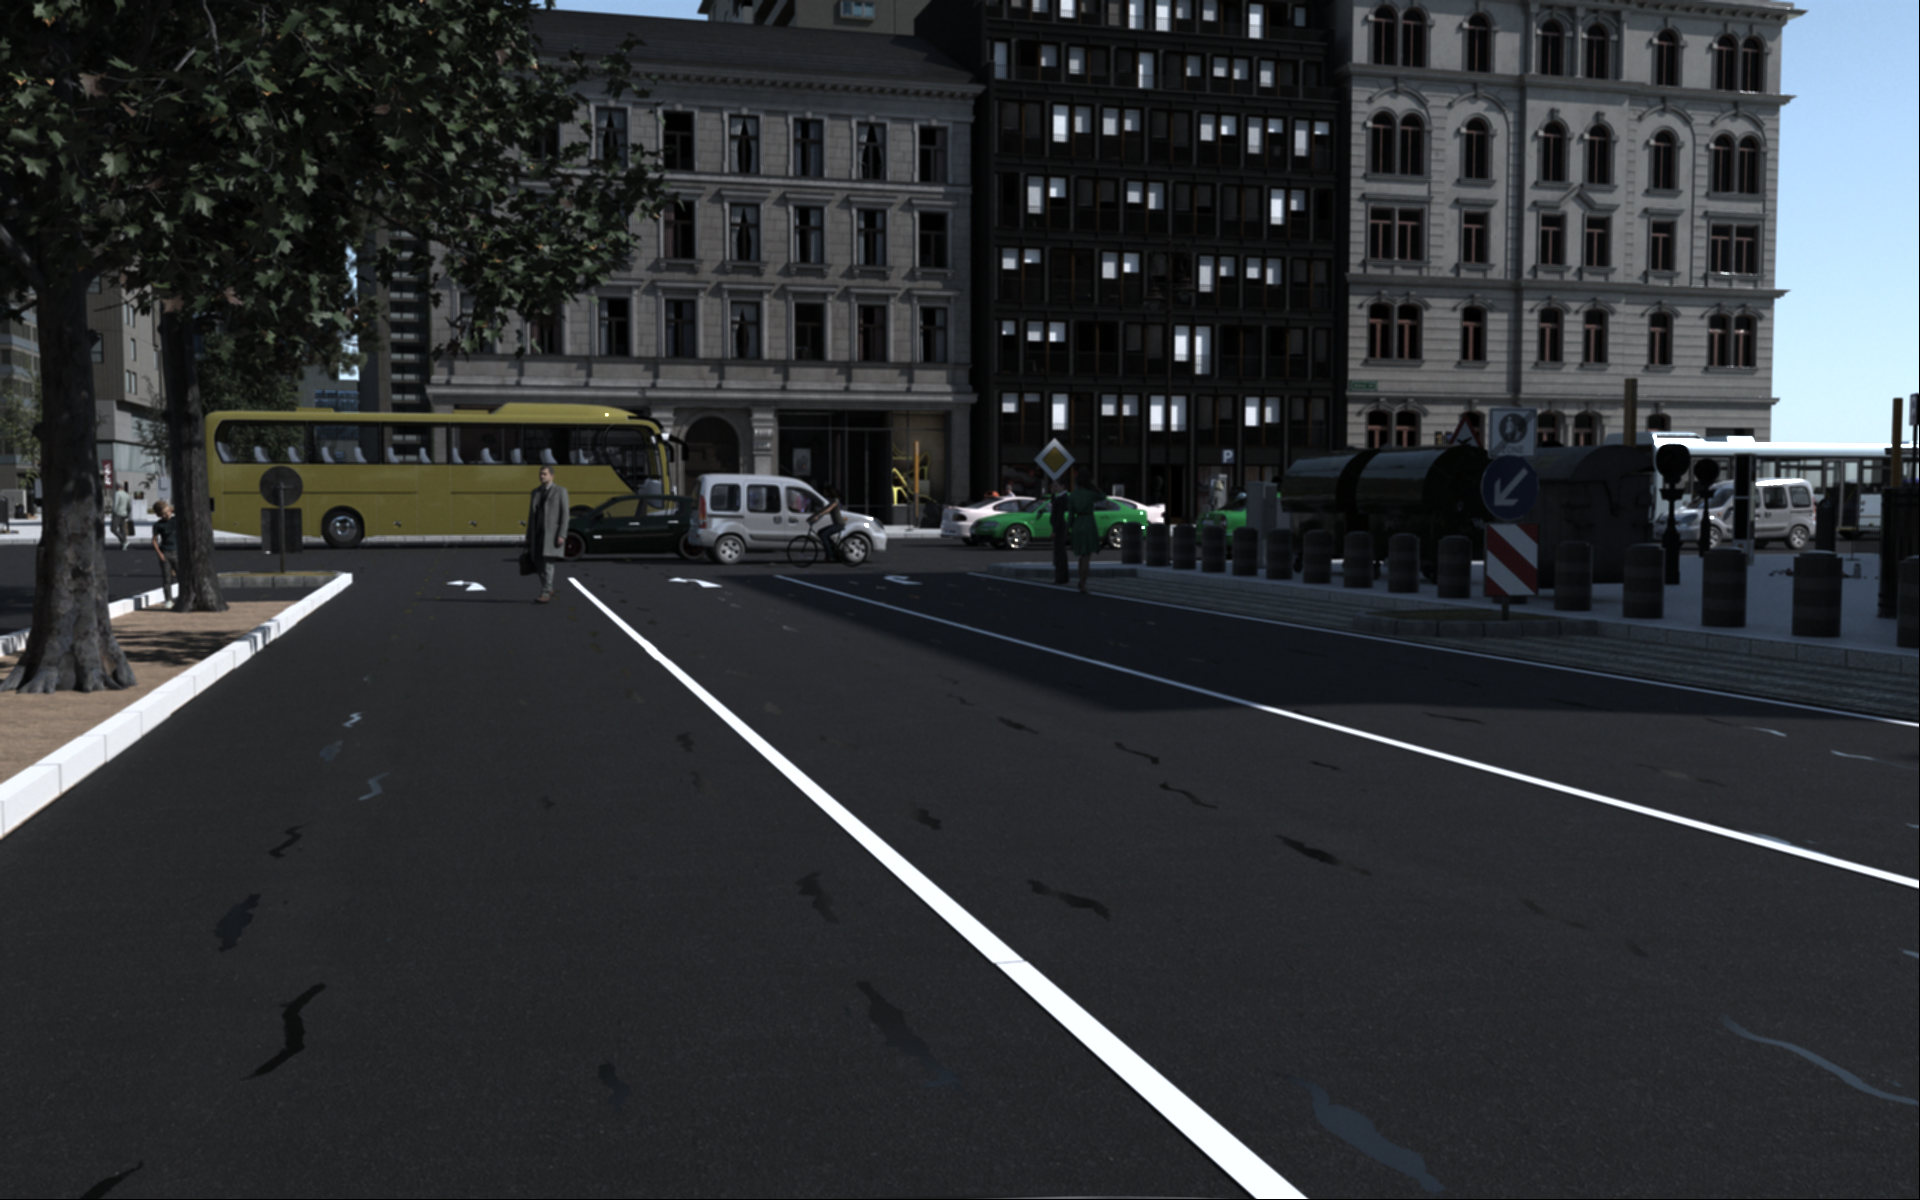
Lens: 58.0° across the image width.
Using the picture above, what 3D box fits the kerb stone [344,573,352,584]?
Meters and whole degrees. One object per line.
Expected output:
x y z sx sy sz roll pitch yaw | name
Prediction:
-9.756 -0.326 27.523 0.120 0.150 1.000 -1 4 -16 | kerb stone

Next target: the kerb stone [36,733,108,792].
-4.472 0.825 8.714 0.120 0.150 1.000 -1 4 -16 | kerb stone

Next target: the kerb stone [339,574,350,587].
-9.480 -0.265 26.536 0.120 0.150 1.000 -1 4 -16 | kerb stone

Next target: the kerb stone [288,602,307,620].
-7.539 0.158 19.612 0.120 0.150 1.000 -1 4 -16 | kerb stone

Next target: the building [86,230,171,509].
-81.871 -33.977 144.766 27.495 52.752 28.713 -1 4 -16 | building

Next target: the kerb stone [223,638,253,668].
-6.139 0.460 14.669 0.120 0.150 1.000 -1 4 -16 | kerb stone

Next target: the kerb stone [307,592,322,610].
-8.090 0.037 21.596 0.120 0.150 1.000 -1 4 -16 | kerb stone

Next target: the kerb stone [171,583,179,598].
-10.933 -0.109 23.985 0.120 0.150 1.000 -1 4 -16 | kerb stone

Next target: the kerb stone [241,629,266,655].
-6.421 0.403 15.659 0.120 0.150 1.000 -1 4 -16 | kerb stone

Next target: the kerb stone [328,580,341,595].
-8.921 -0.145 24.559 0.120 0.150 1.000 -1 4 -16 | kerb stone

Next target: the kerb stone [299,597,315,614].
-7.814 0.104 20.601 0.120 0.150 1.000 -1 4 -16 | kerb stone

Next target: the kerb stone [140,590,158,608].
-10.377 0.012 22.004 0.120 0.150 1.000 -1 4 -16 | kerb stone

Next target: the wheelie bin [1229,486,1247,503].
11.453 -3.883 71.394 0.980 1.594 0.693 3 5 40 | wheelie bin

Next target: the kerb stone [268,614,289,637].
-6.972 0.279 17.637 0.120 0.150 1.000 -1 4 -16 | kerb stone

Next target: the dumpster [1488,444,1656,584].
7.408 -0.935 21.053 1.264 1.857 1.865 -1 4 -16 | dumpster

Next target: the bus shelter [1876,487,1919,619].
10.797 -2.219 13.908 2.179 5.291 8.768 -1 4 -15 | bus shelter

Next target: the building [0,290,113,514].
-76.696 -26.011 117.155 32.217 40.220 23.993 -1 4 -16 | building

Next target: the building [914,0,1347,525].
7.131 -15.164 77.603 15.834 23.373 12.332 -1 4 -16 | building

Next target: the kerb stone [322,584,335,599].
-8.646 -0.081 23.571 0.120 0.150 1.000 -1 4 -16 | kerb stone

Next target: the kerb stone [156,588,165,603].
-10.661 -0.049 22.997 0.120 0.150 1.000 -1 4 -16 | kerb stone

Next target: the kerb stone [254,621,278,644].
-6.703 0.339 16.647 0.120 0.150 1.000 -1 4 -16 | kerb stone

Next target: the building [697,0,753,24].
-8.959 -35.322 166.748 28.713 52.752 27.495 -1 4 -16 | building

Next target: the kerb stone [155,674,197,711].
-5.313 0.643 11.689 0.120 0.150 1.000 -1 4 -16 | kerb stone

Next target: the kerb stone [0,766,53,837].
-4.192 0.886 7.711 0.120 0.150 1.000 -1 4 -16 | kerb stone

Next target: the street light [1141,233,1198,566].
3.710 -3.554 30.901 0.468 5.910 1.993 -1 4 -16 | street light

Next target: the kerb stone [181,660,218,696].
-5.589 0.582 12.683 0.120 0.150 1.000 -1 4 -16 | kerb stone

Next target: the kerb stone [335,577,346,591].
-9.196 -0.203 25.550 0.120 0.150 1.000 -1 4 -16 | kerb stone

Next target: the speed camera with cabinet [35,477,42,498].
-51.069 -6.284 97.079 0.660 3.252 2.038 0 4 -1 | speed camera with cabinet

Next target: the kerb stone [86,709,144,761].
-4.745 0.764 9.703 0.120 0.150 1.000 -1 4 -16 | kerb stone

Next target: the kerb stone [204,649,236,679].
-5.868 0.524 13.677 0.120 0.150 1.000 -1 4 -16 | kerb stone

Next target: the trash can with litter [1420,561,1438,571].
7.703 -1.070 28.889 1.055 1.170 0.624 -2 4 -24 | trash can with litter

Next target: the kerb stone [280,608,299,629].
-7.249 0.219 18.628 0.120 0.150 1.000 -1 4 -16 | kerb stone

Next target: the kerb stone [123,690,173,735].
-5.027 0.703 10.700 0.120 0.150 1.000 -1 4 -16 | kerb stone

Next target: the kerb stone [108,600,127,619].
-9.825 0.133 20.016 0.120 0.150 1.000 -1 4 -16 | kerb stone

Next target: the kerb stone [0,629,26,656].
-8.716 0.376 16.062 0.120 0.150 1.000 -1 4 -16 | kerb stone

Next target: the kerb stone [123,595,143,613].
-10.104 0.072 21.010 0.120 0.150 1.000 -1 4 -16 | kerb stone

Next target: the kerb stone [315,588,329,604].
-8.367 -0.023 22.584 0.120 0.150 1.000 -1 4 -16 | kerb stone

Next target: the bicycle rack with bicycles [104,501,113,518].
-46.617 -4.884 93.233 2.852 0.926 2.925 2 4 33 | bicycle rack with bicycles

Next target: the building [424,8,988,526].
-19.787 -13.363 69.401 40.483 20.767 10.553 -1 4 -16 | building

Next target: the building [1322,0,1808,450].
25.837 -18.121 83.668 23.554 28.519 14.401 -1 4 -16 | building

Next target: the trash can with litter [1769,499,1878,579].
13.532 -0.987 27.193 1.678 1.210 2.233 0 4 4 | trash can with litter
